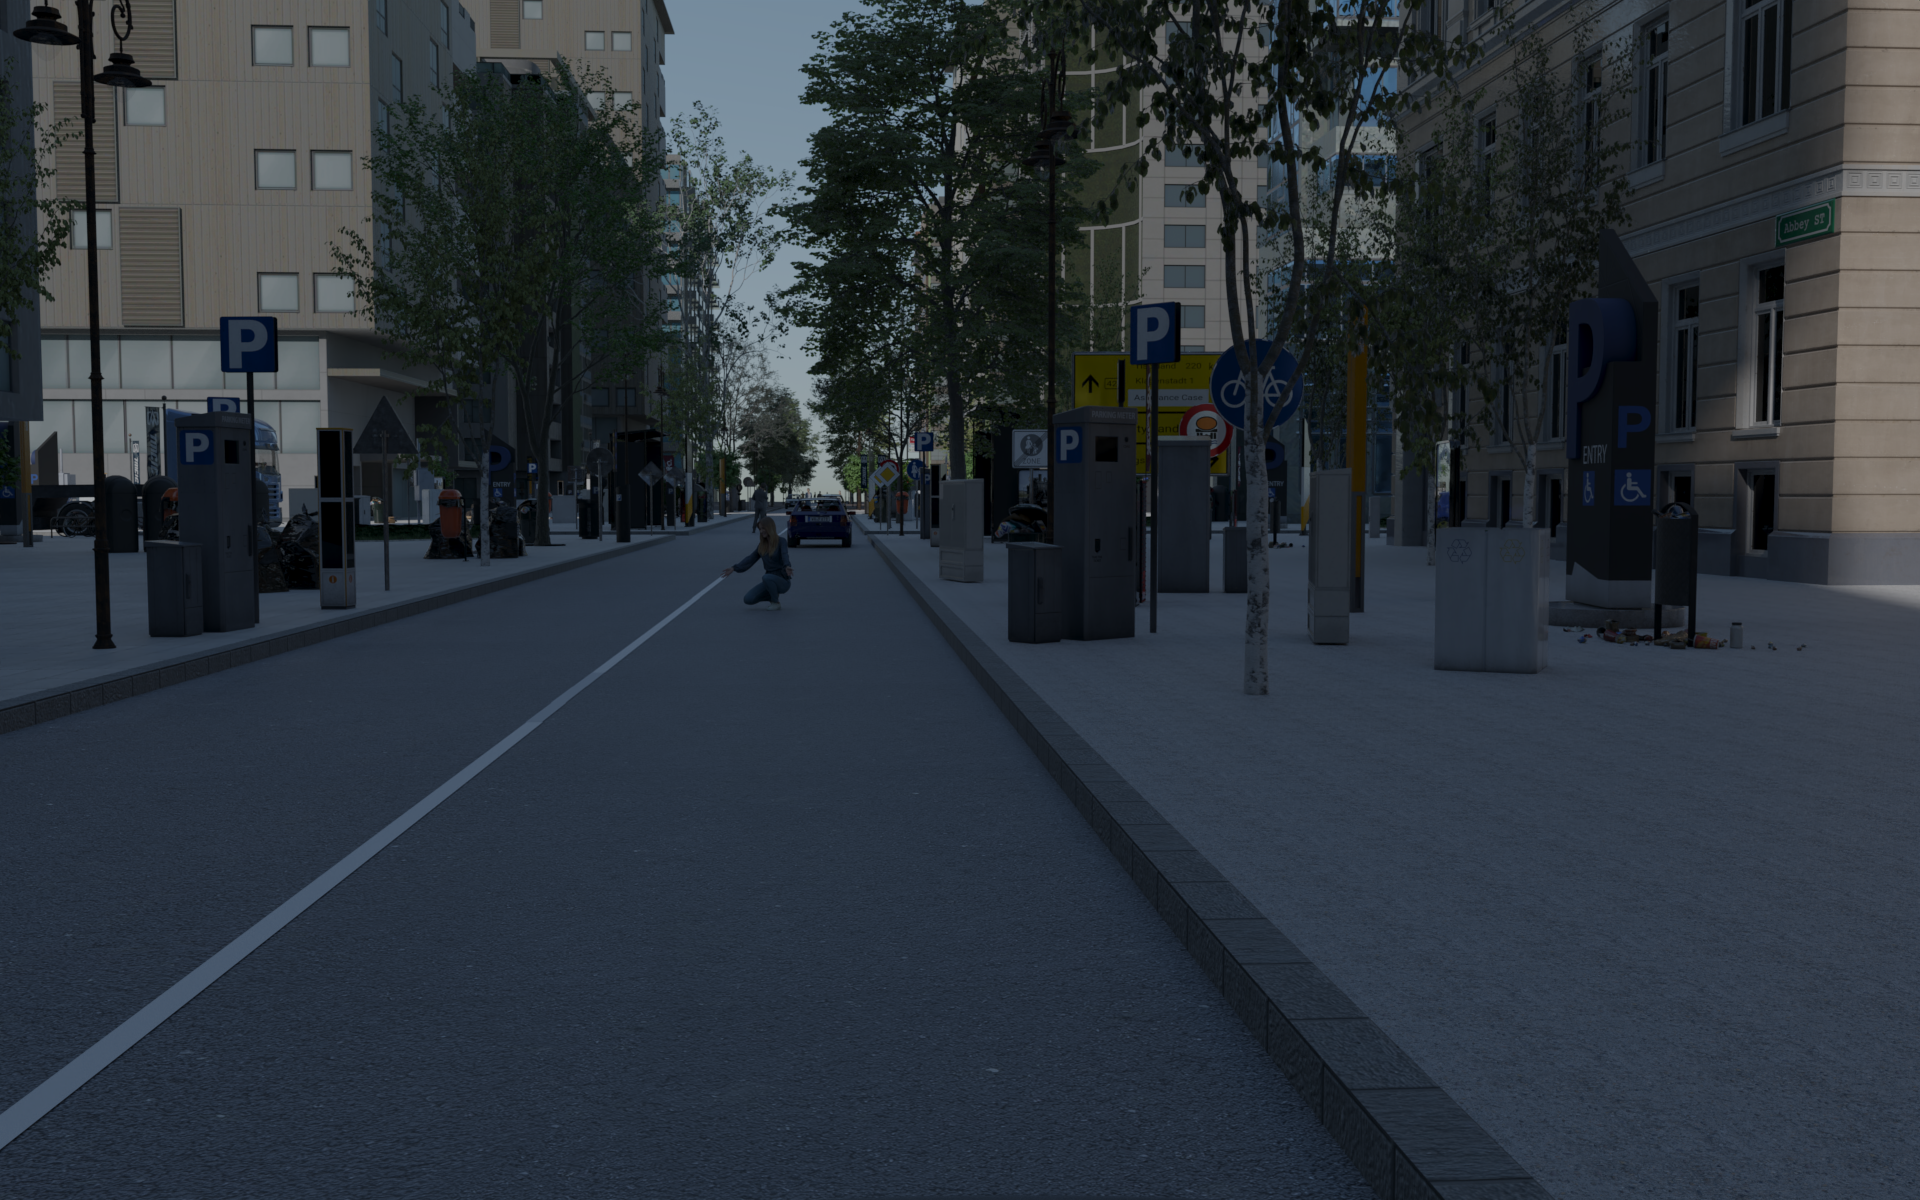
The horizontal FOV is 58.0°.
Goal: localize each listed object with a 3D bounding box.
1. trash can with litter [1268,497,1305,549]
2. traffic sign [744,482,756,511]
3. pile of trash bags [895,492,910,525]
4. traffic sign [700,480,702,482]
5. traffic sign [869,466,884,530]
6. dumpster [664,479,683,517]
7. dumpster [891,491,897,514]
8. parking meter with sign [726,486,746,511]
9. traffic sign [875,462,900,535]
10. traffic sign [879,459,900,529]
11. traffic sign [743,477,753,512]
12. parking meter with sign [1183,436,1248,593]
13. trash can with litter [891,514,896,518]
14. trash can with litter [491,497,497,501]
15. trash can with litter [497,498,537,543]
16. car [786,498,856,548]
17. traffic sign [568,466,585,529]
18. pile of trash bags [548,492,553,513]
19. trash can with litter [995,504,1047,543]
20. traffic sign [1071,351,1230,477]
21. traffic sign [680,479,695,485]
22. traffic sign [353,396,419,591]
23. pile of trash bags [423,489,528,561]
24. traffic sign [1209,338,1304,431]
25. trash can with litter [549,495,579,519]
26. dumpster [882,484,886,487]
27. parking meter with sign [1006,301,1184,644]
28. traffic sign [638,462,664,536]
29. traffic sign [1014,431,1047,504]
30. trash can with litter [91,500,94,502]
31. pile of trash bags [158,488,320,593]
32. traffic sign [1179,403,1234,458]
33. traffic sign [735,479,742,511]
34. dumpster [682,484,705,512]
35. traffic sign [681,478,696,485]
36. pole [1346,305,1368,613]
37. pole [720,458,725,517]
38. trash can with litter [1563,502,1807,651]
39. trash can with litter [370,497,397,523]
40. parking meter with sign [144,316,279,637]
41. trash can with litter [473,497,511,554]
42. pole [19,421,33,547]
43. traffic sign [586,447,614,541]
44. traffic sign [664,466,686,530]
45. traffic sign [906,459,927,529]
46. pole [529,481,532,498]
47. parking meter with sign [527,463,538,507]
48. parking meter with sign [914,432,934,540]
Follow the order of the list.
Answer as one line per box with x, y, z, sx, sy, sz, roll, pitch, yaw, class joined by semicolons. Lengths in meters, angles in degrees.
7.464;-1.876;41.727;1.678;1.210;2.233;1;4;13;trash can with litter
-15.709;-7.932;129.696;0.884;2.594;0.081;0;4;2;traffic sign
-0.998;-3.802;71.916;3.447;1.369;1.912;-1;4;-10;pile of trash bags
-16.813;-6.991;114.407;0.768;2.556;0.104;0;4;2;traffic sign
-2.832;-3.546;61.625;0.795;2.450;0.064;0;4;-4;traffic sign
-16.525;-5.876;98.565;1.502;2.255;1.985;0;4;-4;dumpster
-3.348;-5.202;90.804;1.264;1.857;1.865;0;4;-4;dumpster
-17.344;-8.396;133.538;1.738;3.016;0.543;-3;5;-41;parking meter with sign
-2.246;-3.059;53.661;0.795;2.450;0.064;0;4;-4;traffic sign
-2.579;-3.853;63.104;0.768;2.556;0.104;0;4;-1;traffic sign
-15.521;-7.746;126.745;0.768;2.556;0.104;0;4;5;traffic sign
2.916;-1.605;22.505;1.738;3.016;0.543;0;4;3;parking meter with sign
-3.608;-4.993;93.022;0.624;1.170;1.055;-2;4;-29;trash can with litter
-17.900;-3.361;66.335;0.624;1.170;1.055;0;4;2;trash can with litter
-11.385;-2.057;45.012;1.055;1.170;0.624;3;5;41;trash can with litter
-3.845;-2.150;47.732;1.945;1.354;3.894;0;4;-3;car
-13.886;-3.704;62.697;0.606;2.300;0.079;0;4;-4;traffic sign
-18.809;-3.840;72.538;3.447;1.369;1.912;-1;4;-8;pile of trash bags
0.910;-0.528;20.022;0.624;1.170;1.055;2;4;30;trash can with litter
2.727;-1.893;24.830;2.265;3.308;0.079;0;4;2;traffic sign
-15.206;-5.900;96.463;0.884;2.594;0.081;0;4;-1;traffic sign
-7.608;-1.402;22.934;0.884;2.594;0.081;0;4;-1;traffic sign
-9.746;-1.508;34.404;1.912;1.369;3.447;0;4;-3;pile of trash bags
2.432;-0.867;14.287;0.768;2.556;0.104;0;4;2;traffic sign
-20.934;-4.817;89.807;2.233;1.210;1.678;-2;4;-33;trash can with litter
-3.686;-5.644;94.769;1.502;2.255;1.985;0;4;-4;dumpster
1.176;-1.169;15.377;1.738;3.016;0.543;-3;5;-42;parking meter with sign
-9.472;-3.028;53.151;0.795;2.450;0.064;0;4;-4;traffic sign
1.137;-1.558;27.604;0.606;2.300;0.079;0;4;0;traffic sign
-34.120;-3.460;67.966;0.624;1.170;1.055;3;5;42;trash can with litter
-10.040;-0.857;23.760;3.447;1.369;1.912;3;5;40;pile of trash bags
3.440;-1.478;24.276;0.768;2.556;0.104;0;4;1;traffic sign
-16.916;-8.023;131.287;0.768;2.556;0.104;0;4;-2;traffic sign
-15.065;-5.631;97.817;1.264;1.857;1.865;0;4;-4;dumpster
-15.947;-6.229;101.840;0.884;2.594;0.081;0;4;2;traffic sign
4.275;-1.520;18.699;0.158;3.312;0.155;0;3;0;pole
-13.943;-6.574;101.324;0.158;3.312;0.155;0;3;0;pole
6.119;-0.248;15.116;1.678;1.210;2.233;-1;4;-10;trash can with litter
-25.119;-3.918;75.451;0.624;1.170;1.055;3;4;38;trash can with litter
-7.026;-1.223;16.260;0.543;3.016;1.738;0;4;3;parking meter with sign
-10.424;-1.622;37.579;2.233;1.210;1.678;-2;4;-30;trash can with litter
-22.490;-2.928;41.709;0.158;3.312;0.155;0;3;0;pole
-9.802;-2.879;47.184;0.768;2.556;0.104;0;4;2;traffic sign
-10.058;-3.515;61.115;0.795;2.450;0.064;0;4;-4;traffic sign
-1.586;-3.895;63.793;0.768;2.556;0.104;0;4;1;traffic sign
-27.478;-7.158;110.880;0.158;3.312;0.155;0;3;0;pole
-23.813;-6.183;97.351;0.543;3.016;1.738;-2;4;-29;parking meter with sign
-0.852;-3.260;49.566;0.543;3.016;1.738;1;4;11;parking meter with sign
